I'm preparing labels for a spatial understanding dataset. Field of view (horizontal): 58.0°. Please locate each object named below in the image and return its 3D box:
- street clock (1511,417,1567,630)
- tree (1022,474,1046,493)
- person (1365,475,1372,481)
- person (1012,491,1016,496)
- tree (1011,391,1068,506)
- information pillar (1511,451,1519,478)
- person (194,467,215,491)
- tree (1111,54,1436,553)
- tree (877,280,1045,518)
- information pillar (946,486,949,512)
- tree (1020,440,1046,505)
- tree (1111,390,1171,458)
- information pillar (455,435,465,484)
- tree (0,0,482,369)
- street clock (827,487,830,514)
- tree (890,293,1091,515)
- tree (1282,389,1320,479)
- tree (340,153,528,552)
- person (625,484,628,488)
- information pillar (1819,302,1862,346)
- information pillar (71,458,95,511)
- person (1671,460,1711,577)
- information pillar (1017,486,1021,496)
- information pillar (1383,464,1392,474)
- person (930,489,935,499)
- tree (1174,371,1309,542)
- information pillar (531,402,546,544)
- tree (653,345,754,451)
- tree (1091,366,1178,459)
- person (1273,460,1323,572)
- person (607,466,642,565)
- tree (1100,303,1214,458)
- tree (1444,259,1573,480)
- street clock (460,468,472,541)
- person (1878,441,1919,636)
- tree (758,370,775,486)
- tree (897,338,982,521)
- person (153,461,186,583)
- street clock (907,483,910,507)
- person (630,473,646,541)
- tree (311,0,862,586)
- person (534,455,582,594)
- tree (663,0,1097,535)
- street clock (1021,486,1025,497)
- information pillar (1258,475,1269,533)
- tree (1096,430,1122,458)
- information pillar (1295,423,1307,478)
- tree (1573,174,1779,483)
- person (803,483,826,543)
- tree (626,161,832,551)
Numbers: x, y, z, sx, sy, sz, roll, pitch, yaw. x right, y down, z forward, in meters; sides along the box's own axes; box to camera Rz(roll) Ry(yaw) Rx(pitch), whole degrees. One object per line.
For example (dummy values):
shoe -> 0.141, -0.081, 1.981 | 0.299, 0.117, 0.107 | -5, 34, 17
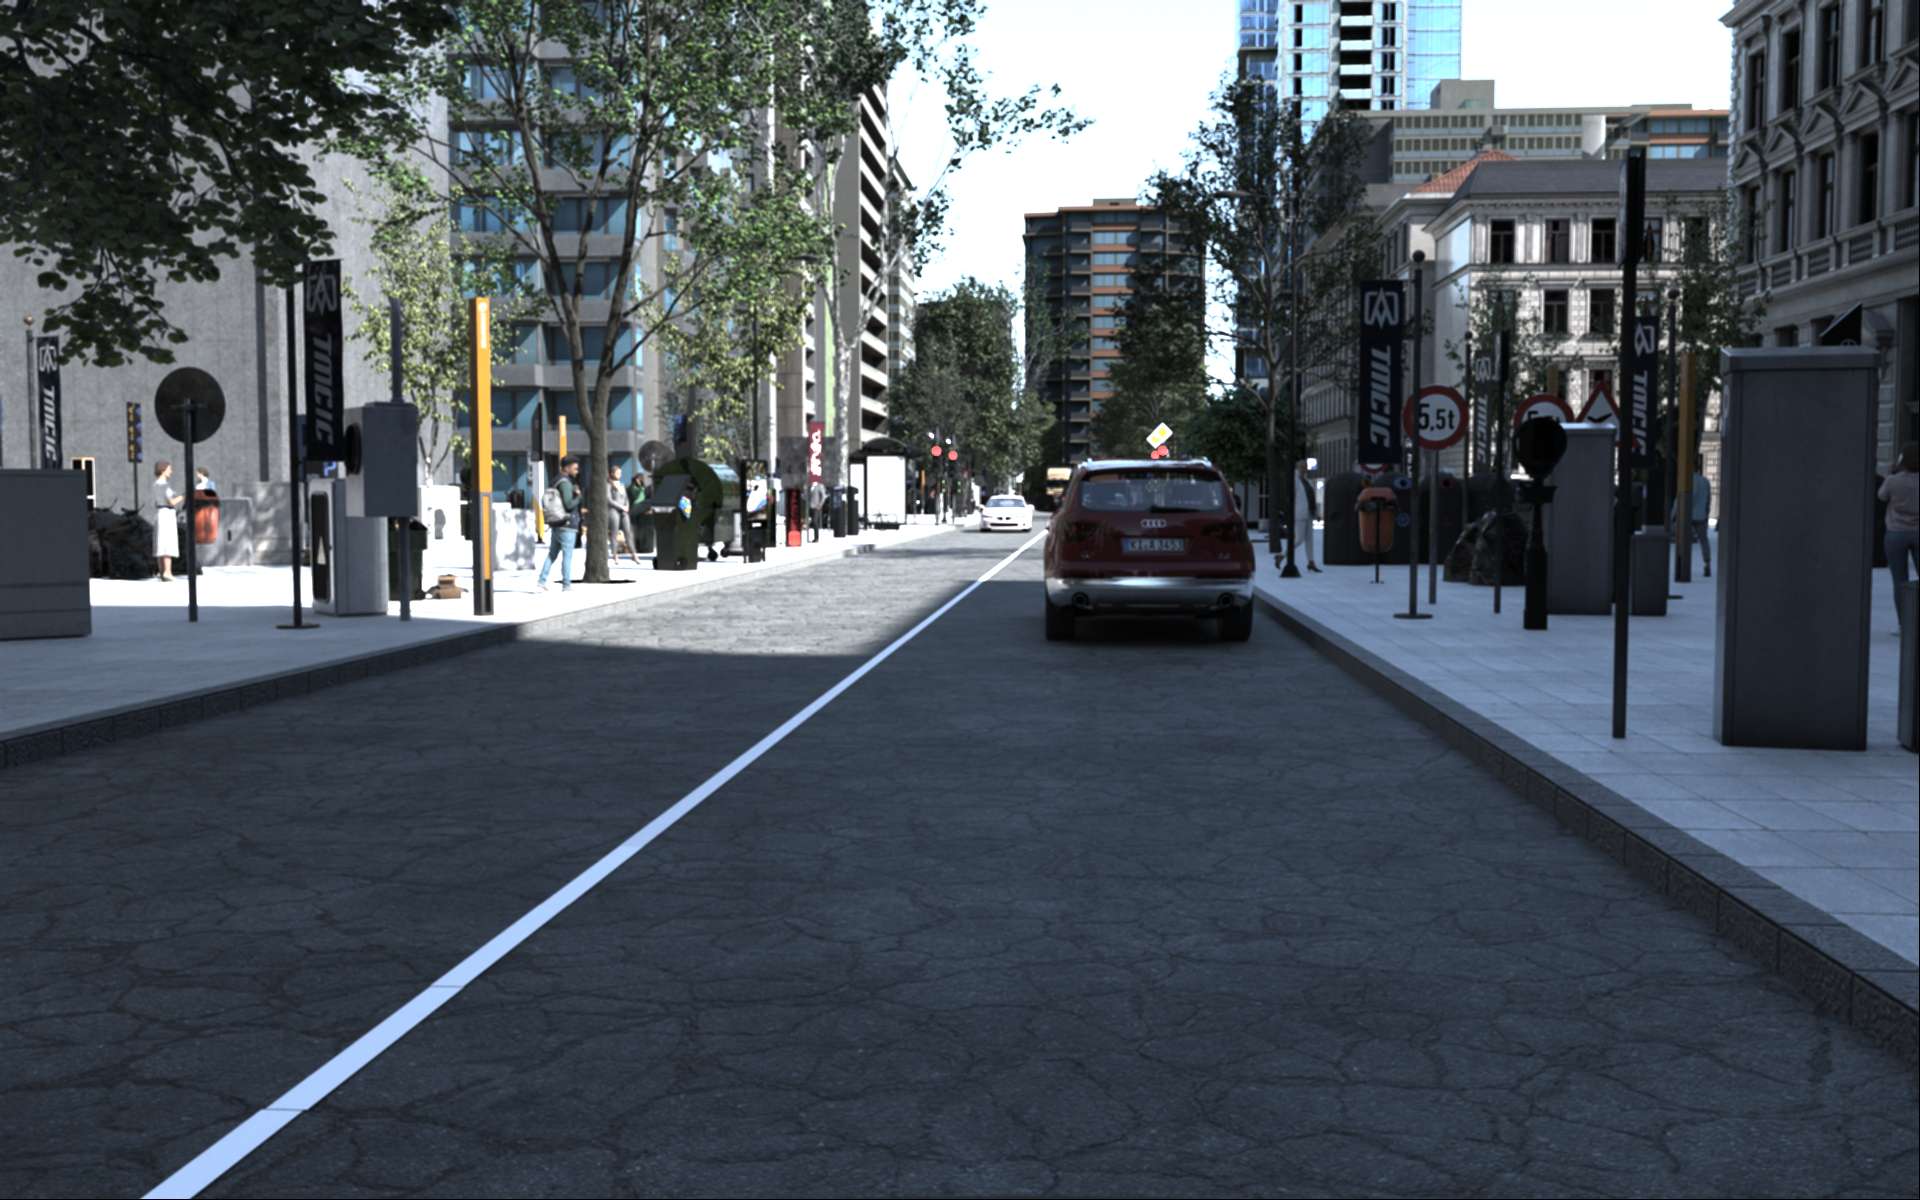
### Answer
street clock -> 5.465, -0.723, 16.394 | 0.471, 2.002, 0.358 | 1, 4, 8
tree -> 9.540, -14.605, 222.507 | 4.285, 4.588, 4.351 | 0, 3, 0
person -> 10.370, -2.332, 44.512 | 0.721, 1.781, 0.623 | -1, 4, -20
person -> 5.327, -9.669, 164.140 | 1.348, 1.824, 0.705 | 3, 5, 43
tree -> 7.977, -16.685, 190.932 | 7.486, 12.596, 7.792 | 0, 3, 0
information pillar -> 23.954, -5.112, 74.943 | 0.504, 3.616, 0.183 | -1, 4, -18
person -> -15.322, -1.782, 35.196 | 0.581, 1.822, 0.654 | 2, 4, 33
tree -> 6.545, -6.305, 37.499 | 7.601, 10.594, 8.767 | 0, 4, 3
tree -> -0.160, -10.760, 92.926 | 9.611, 12.733, 9.660 | 0, 3, 0
information pillar -> -0.947, -7.364, 124.893 | 0.304, 2.012, 0.304 | -1, 4, -16
tree -> 8.015, -15.233, 199.427 | 4.737, 8.622, 4.395 | 0, 3, 0
tree -> 12.183, -10.073, 115.048 | 4.360, 8.622, 3.978 | 0, 3, 0
information pillar -> -19.787, -4.725, 68.614 | 0.504, 3.616, 0.183 | 2, 4, 34
tree -> -6.841, -5.603, 9.741 | 7.486, 12.596, 7.792 | 0, 3, 0
street clock -> -8.020, -6.212, 106.129 | 0.471, 2.002, 0.358 | 2, 4, 32
tree -> 0.708, -11.929, 105.402 | 12.009, 13.543, 11.850 | 0, 3, 0
tree -> 23.151, -10.380, 120.080 | 4.737, 8.622, 4.395 | 0, 3, 0
tree -> -11.540, -5.339, 37.653 | 4.737, 8.622, 4.395 | 0, 3, 0
person -> -17.032, -5.020, 88.464 | 0.374, 1.781, 0.599 | 1, 4, 17
information pillar -> 10.777, -1.829, 21.265 | 0.504, 3.616, 0.183 | 0, 4, 3
information pillar -> -17.901, -1.890, 35.389 | 0.304, 2.012, 0.304 | 1, 4, 16
person -> 11.476, -1.297, 27.119 | 0.638, 1.841, 0.748 | 0, 4, 4
information pillar -> 5.084, -8.821, 148.712 | 0.304, 2.012, 0.304 | 1, 4, 16
information pillar -> 23.004, -6.228, 93.177 | 0.504, 3.616, 0.183 | 1, 4, 13
person -> -2.650, -9.469, 161.577 | 0.721, 1.743, 1.217 | 1, 4, 21
tree -> 7.670, -3.838, 46.466 | 4.285, 4.588, 4.351 | 0, 3, 0
information pillar -> -10.785, -3.234, 44.236 | 0.183, 3.616, 0.504 | -3, 4, -38
tree -> -13.343, -8.280, 85.733 | 4.360, 8.622, 3.978 | 0, 3, 0
tree -> 16.044, -15.324, 160.918 | 12.009, 13.543, 11.850 | 0, 3, 0
person -> 5.592, -1.386, 28.576 | 0.818, 1.842, 0.514 | 2, 4, 31
person -> -6.085, -1.527, 31.281 | 0.573, 1.790, 0.520 | 1, 4, 17
tree -> 11.888, -11.216, 101.515 | 7.486, 12.596, 7.792 | 0, 3, 0
tree -> 17.024, -6.335, 53.936 | 4.737, 8.622, 4.395 | 0, 3, 0
street clock -> -13.469, -2.625, 47.488 | 0.358, 2.002, 0.471 | 1, 4, 18
person -> 8.540, -0.538, 15.428 | 0.593, 1.750, 0.643 | 1, 4, 15
tree -> -12.011, -8.901, 95.895 | 4.360, 8.622, 3.978 | 0, 3, 0
tree -> -0.881, -7.993, 81.051 | 4.360, 8.622, 3.978 | 0, 3, 0
person -> -11.460, -1.135, 25.176 | 0.480, 1.755, 0.524 | 3, 5, 40
street clock -> -3.581, -6.939, 118.025 | 0.358, 2.002, 0.471 | 1, 4, 20
person -> -7.811, -2.195, 42.177 | 0.529, 1.795, 0.600 | 1, 4, 14
tree -> -5.232, -6.033, 24.398 | 9.928, 11.665, 9.643 | 0, 3, 0
person -> -5.074, -0.963, 22.136 | 0.623, 1.781, 0.721 | 3, 5, 40
tree -> -2.441, -12.058, 53.041 | 12.611, 20.169, 13.585 | 0, 3, 0
street clock -> 5.447, -8.907, 150.197 | 0.358, 2.002, 0.471 | 0, 4, -4
information pillar -> 10.113, -3.238, 57.430 | 0.304, 2.012, 0.304 | -2, 4, -26
tree -> 18.968, -16.544, 196.255 | 9.928, 11.665, 9.643 | 0, 3, 0
information pillar -> 11.217, -4.028, 57.206 | 0.504, 3.616, 0.183 | 2, 4, 35
tree -> 17.121, -5.524, 40.678 | 4.737, 8.622, 4.395 | 0, 3, 0
person -> -3.824, -2.400, 45.470 | 0.473, 1.802, 0.592 | -2, 4, -29
tree -> -4.793, -5.343, 37.721 | 4.737, 8.622, 4.395 | 0, 3, 0
